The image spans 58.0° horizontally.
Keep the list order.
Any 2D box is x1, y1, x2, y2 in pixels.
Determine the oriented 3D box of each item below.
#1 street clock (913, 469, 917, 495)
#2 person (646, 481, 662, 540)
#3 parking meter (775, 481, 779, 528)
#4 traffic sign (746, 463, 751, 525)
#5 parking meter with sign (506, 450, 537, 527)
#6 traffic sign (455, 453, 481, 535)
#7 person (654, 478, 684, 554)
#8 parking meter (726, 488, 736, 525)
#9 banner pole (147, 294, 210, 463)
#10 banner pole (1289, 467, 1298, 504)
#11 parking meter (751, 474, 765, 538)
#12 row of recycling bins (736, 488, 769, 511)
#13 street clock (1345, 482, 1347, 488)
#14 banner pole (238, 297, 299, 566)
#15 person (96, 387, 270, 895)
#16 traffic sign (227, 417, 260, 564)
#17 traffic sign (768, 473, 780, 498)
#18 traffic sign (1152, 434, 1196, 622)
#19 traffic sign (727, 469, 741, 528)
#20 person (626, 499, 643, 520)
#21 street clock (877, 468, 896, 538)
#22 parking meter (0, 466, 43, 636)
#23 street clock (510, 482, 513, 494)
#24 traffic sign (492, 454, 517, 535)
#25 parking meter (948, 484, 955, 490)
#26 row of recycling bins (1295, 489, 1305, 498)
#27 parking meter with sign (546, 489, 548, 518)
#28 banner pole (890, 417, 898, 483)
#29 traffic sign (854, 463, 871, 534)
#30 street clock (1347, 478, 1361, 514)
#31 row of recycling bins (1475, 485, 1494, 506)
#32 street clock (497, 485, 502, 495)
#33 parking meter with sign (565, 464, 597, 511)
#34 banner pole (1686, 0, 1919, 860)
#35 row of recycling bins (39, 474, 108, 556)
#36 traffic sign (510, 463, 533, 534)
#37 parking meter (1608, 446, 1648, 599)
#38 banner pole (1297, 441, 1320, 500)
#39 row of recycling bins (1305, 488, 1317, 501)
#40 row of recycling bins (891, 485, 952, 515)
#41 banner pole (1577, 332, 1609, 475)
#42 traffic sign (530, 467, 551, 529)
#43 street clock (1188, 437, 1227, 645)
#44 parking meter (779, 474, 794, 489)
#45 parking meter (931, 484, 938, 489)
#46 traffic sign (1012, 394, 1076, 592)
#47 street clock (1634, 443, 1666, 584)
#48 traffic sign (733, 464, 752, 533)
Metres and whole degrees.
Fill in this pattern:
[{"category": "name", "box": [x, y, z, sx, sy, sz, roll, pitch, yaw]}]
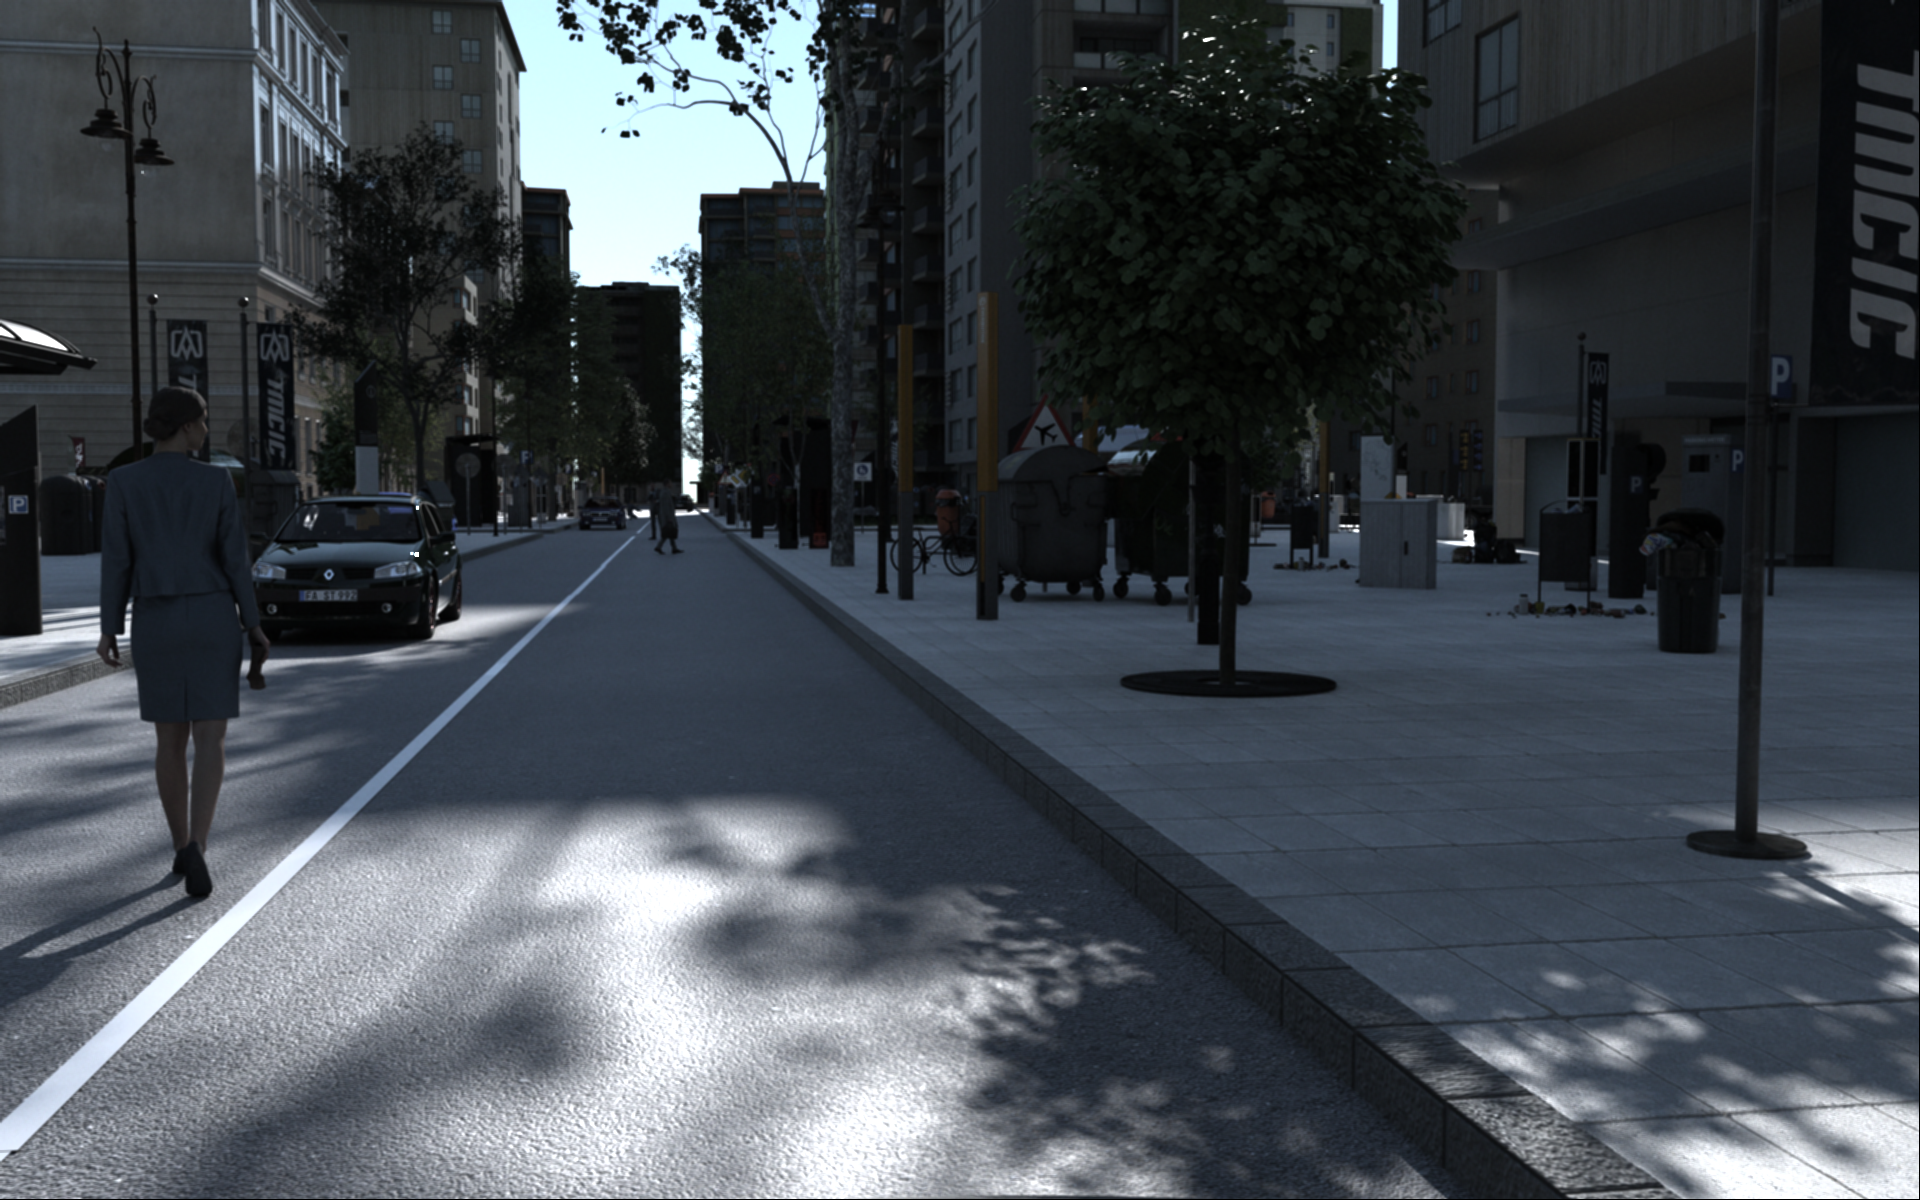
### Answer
[{"category": "street clock", "box": [-1.409, -2.611, 47.254, 0.471, 2.002, 0.358, 0, 4, 4]}, {"category": "person", "box": [-9.550, -2.823, 54.455, 0.655, 1.846, 0.447, 1, 4, 9]}, {"category": "parking meter", "box": [-6.797, -3.666, 65.651, 0.399, 1.863, 0.255, -1, 4, -19]}, {"category": "traffic sign", "box": [-8.590, -4.349, 71.217, 0.768, 2.556, 0.104, 0, 4, -3]}, {"category": "parking meter with sign", "box": [-17.295, -4.390, 68.035, 0.543, 3.016, 1.738, 0, 4, 6]}, {"category": "traffic sign", "box": [-15.320, -3.293, 53.955, 0.768, 2.556, 0.104, 0, 4, -4]}, {"category": "person", "box": [-6.970, -2.011, 41.486, 0.767, 1.812, 0.694, -1, 4, -18]}, {"category": "parking meter", "box": [-9.587, -3.921, 72.515, 0.372, 1.533, 0.369, 0, 3, 0]}, {"category": "banner pole", "box": [-9.890, -1.947, 21.851, 0.863, 3.779, 0.401, -1, 4, -14]}, {"category": "banner pole", "box": [20.354, -7.066, 105.545, 0.863, 3.779, 0.401, 0, 4, 6]}, {"category": "parking meter", "box": [-5.878, -2.730, 50.352, 0.399, 1.863, 0.255, 0, 4, -4]}, {"category": "row of recycling bins", "box": [-14.645, -7.069, 122.697, 1.069, 1.692, 3.534, -3, 4, -39]}, {"category": "street clock", "box": [20.166, -5.193, 89.471, 0.358, 2.002, 0.471, -3, 5, -44]}, {"category": "banner pole", "box": [-8.948, -1.974, 22.297, 0.863, 3.779, 0.401, -3, 5, -41]}, {"category": "person", "box": [-2.850, 0.136, 6.305, 0.581, 1.822, 0.654, -1, 4, -8]}, {"category": "traffic sign", "box": [-11.749, -1.752, 28.749, 0.768, 2.556, 0.104, -1, 4, -8]}, {"category": "traffic sign", "box": [-11.540, -6.556, 107.301, 0.768, 2.556, 0.104, 0, 4, -6]}, {"category": "traffic sign", "box": [2.319, -1.058, 17.305, 0.884, 2.594, 0.081, 0, 4, -3]}, {"category": "traffic sign", "box": [-8.397, -3.769, 65.270, 0.795, 2.450, 0.064, -1, 4, -9]}, {"category": "person", "box": [-18.280, -5.038, 96.366, 1.012, 1.151, 0.738, 2, 4, 34]}, {"category": "street clock", "box": [-2.006, -2.619, 47.395, 0.471, 2.002, 0.358, 2, 4, 32]}, {"category": "parking meter", "box": [-8.589, -0.450, 15.772, 0.372, 1.533, 0.369, 0, 3, 0]}, {"category": "street clock", "box": [-23.322, -5.280, 90.896, 0.358, 2.002, 0.471, 3, 5, 44]}, {"category": "traffic sign", "box": [-14.391, -3.341, 54.727, 0.768, 2.556, 0.104, 0, 4, -6]}, {"category": "parking meter", "box": [-0.536, -5.903, 102.218, 0.255, 1.863, 0.399, -3, 5, -44]}, {"category": "row of recycling bins", "box": [25.304, -7.795, 134.565, 3.534, 1.692, 1.069, 1, 4, 12]}, {"category": "parking meter with sign", "box": [-23.419, -6.018, 94.663, 1.738, 3.016, 0.543, 0, 4, -2]}, {"category": "banner pole", "box": [-1.725, -3.616, 49.143, 0.863, 3.779, 0.401, 3, 4, 37]}, {"category": "traffic sign", "box": [-3.163, -3.303, 56.135, 0.606, 2.300, 0.079, -1, 4, -9]}, {"category": "street clock", "box": [18.252, -4.610, 79.949, 0.471, 2.002, 0.358, 0, 4, -1]}, {"category": "row of recycling bins", "box": [23.970, -4.315, 77.657, 1.069, 1.692, 3.534, 0, 4, -2]}, {"category": "street clock", "box": [-35.663, -7.907, 133.842, 0.471, 2.002, 0.358, -1, 4, -10]}, {"category": "parking meter with sign", "box": [-22.309, -6.462, 101.915, 0.543, 3.016, 1.738, 3, 5, 43]}, {"category": "banner pole", "box": [3.052, -0.981, 6.054, 0.863, 3.779, 0.401, 2, 4, 26]}, {"category": "row of recycling bins", "box": [-19.151, -1.870, 37.685, 1.069, 1.692, 3.534, -1, 4, -11]}, {"category": "traffic sign", "box": [-14.269, -3.218, 56.250, 0.795, 2.450, 0.064, -1, 4, -9]}, {"category": "parking meter", "box": [8.223, -0.954, 21.313, 0.399, 1.863, 0.255, -2, 4, -23]}, {"category": "banner pole", "box": [16.509, -5.607, 81.689, 0.863, 3.779, 0.401, -2, 4, -33]}, {"category": "row of recycling bins", "box": [25.443, -6.758, 117.601, 3.534, 1.692, 1.069, 2, 4, 35]}, {"category": "row of recycling bins", "box": [-1.885, -4.485, 80.440, 3.534, 1.692, 1.069, -3, 4, -36]}, {"category": "banner pole", "box": [9.803, -2.261, 26.979, 0.863, 3.779, 0.401, -2, 4, -29]}, {"category": "traffic sign", "box": [-15.551, -3.700, 64.132, 0.795, 2.450, 0.064, -1, 4, -9]}, {"category": "street clock", "box": [2.128, -0.623, 14.764, 0.471, 2.002, 0.358, 1, 4, 9]}, {"category": "parking meter", "box": [-4.879, -2.671, 49.374, 0.399, 1.863, 0.255, -1, 4, -13]}, {"category": "parking meter", "box": [-1.438, -5.608, 97.401, 0.255, 1.863, 0.399, -2, 4, -32]}, {"category": "traffic sign", "box": [1.110, -1.382, 22.597, 0.884, 2.594, 0.081, 0, 4, -6]}, {"category": "street clock", "box": [9.805, -1.233, 24.734, 0.358, 2.002, 0.471, -1, 4, -22]}, {"category": "traffic sign", "box": [-7.115, -3.287, 57.388, 0.795, 2.450, 0.064, -1, 4, -9]}]
